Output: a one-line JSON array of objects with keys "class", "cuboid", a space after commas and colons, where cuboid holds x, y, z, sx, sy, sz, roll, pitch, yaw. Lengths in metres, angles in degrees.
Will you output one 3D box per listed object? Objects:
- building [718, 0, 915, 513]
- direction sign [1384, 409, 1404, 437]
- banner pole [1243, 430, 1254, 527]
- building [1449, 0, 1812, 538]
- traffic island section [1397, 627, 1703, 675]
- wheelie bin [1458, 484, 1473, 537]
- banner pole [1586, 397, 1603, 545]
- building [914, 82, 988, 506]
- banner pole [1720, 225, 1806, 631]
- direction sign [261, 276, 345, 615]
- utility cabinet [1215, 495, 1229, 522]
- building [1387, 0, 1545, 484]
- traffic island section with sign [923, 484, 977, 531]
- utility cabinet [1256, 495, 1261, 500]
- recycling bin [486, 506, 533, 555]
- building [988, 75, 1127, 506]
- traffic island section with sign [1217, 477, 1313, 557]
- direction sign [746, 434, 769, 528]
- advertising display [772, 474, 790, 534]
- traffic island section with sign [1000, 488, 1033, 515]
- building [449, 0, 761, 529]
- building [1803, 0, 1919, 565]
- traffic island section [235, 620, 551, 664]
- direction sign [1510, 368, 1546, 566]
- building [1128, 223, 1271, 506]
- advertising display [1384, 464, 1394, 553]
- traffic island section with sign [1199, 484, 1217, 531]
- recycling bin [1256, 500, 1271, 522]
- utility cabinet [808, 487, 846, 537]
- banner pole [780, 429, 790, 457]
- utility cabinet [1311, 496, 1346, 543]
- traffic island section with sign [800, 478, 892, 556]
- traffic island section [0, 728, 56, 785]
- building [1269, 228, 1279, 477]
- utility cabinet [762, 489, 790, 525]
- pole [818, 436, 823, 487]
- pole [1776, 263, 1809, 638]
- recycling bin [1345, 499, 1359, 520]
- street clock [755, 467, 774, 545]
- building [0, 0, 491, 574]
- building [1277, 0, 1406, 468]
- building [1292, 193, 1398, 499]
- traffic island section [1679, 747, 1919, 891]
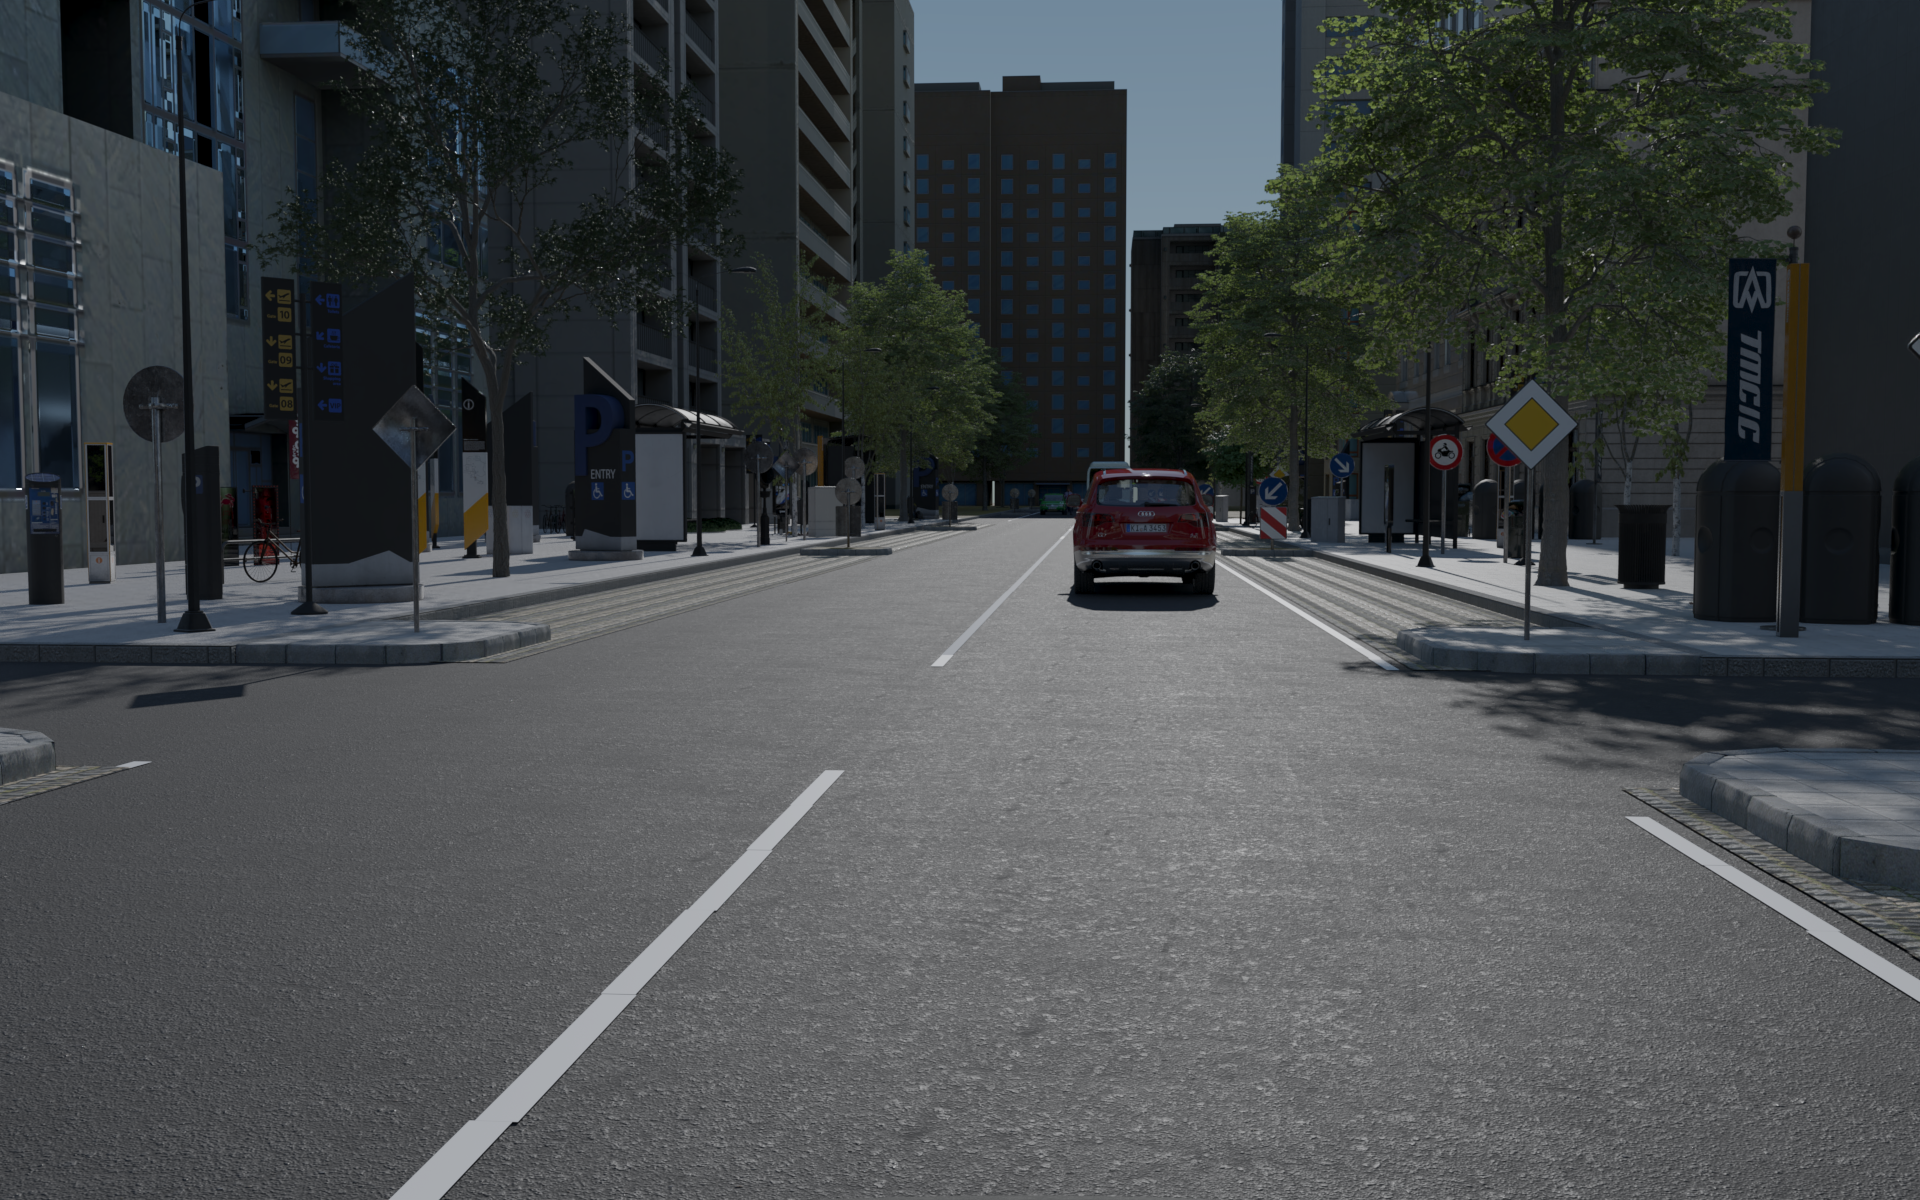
[{"class": "building", "cuboid": [-15.521, -32.146, 149.285, 21.600, 48.544, 21.300, 0, 4, 5]}, {"class": "direction sign", "cuboid": [11.664, -3.342, 46.637, 0.876, 3.537, 0.379, -3, 5, -40]}, {"class": "banner pole", "cuboid": [11.286, -4.725, 67.274, 0.401, 3.779, 0.863, 0, 4, -4]}, {"class": "building", "cuboid": [23.765, -11.900, 59.187, 10.561, 19.102, 19.286, 0, 4, 5]}, {"class": "traffic island section", "cuboid": [4.997, 0.432, 15.216, 2.009, 0.180, 2.903, 0, 4, 5]}, {"class": "wheelie bin", "cuboid": [14.992, -2.691, 51.900, 0.980, 1.594, 0.693, 1, 4, 19]}, {"class": "banner pole", "cuboid": [16.134, -3.289, 43.798, 0.401, 3.779, 0.863, 0, 4, 8]}, {"class": "building", "cuboid": [-3.353, -32.963, 189.063, 14.200, 45.320, 14.600, 0, 4, 5]}, {"class": "banner pole", "cuboid": [7.547, -1.604, 16.237, 0.863, 3.779, 0.401, 0, 4, -5]}, {"class": "direction sign", "cuboid": [-6.958, -1.616, 18.419, 0.379, 3.537, 0.876, 3, 5, 43]}, {"class": "utility cabinet", "cuboid": [12.145, -4.234, 80.383, 0.306, 1.237, 1.020, -1, 4, -10]}, {"class": "building", "cuboid": [27.730, -17.895, 78.488, 13.634, 28.700, 20.117, 0, 4, 5]}, {"class": "traffic island section with sign", "cuboid": [-0.356, -3.638, 68.103, 1.989, 1.847, 2.006, 0, 4, 5]}, {"class": "utility cabinet", "cuboid": [14.852, -4.478, 84.372, 1.020, 1.237, 0.306, 1, 4, 9]}, {"class": "recycling bin", "cuboid": [-9.644, -1.500, 37.073, 0.722, 1.027, 0.722, 2, 4, 32]}, {"class": "building", "cuboid": [10.868, -32.938, 188.643, 14.200, 45.320, 14.600, 0, 4, 5]}, {"class": "traffic island section with sign", "cuboid": [7.113, -1.940, 40.348, 1.989, 1.847, 2.006, 0, 4, 5]}, {"class": "direction sign", "cuboid": [-7.836, -4.526, 65.999, 0.876, 3.537, 0.379, 3, 5, 40]}, {"class": "advertising display", "cuboid": [-5.831, -3.136, 56.482, 0.123, 1.923, 0.974, 2, 4, 23]}, {"class": "traffic island section with sign", "cuboid": [3.769, -6.655, 117.440, 1.989, 1.847, 2.006, 0, 4, 5]}, {"class": "building", "cuboid": [-19.077, -38.771, 72.150, 20.563, 71.187, 20.611, 0, 4, 5]}, {"class": "building", "cuboid": [28.476, -14.274, 26.886, 24.014, 27.812, 14.314, 0, 4, 5]}, {"class": "traffic island section", "cuboid": [-5.058, 0.380, 16.061, 2.009, 0.180, 2.903, 0, 4, 5]}, {"class": "direction sign", "cuboid": [10.175, -2.392, 31.100, 0.876, 3.537, 0.379, -2, 4, -31]}, {"class": "building", "cuboid": [25.446, -25.452, 187.838, 14.107, 30.474, 14.160, 0, 4, 5]}, {"class": "advertising display", "cuboid": [9.402, -2.004, 37.982, 0.123, 1.923, 0.974, 1, 4, 9]}, {"class": "traffic island section with sign", "cuboid": [9.364, -3.583, 67.210, 1.989, 1.847, 2.006, 0, 4, 5]}, {"class": "recycling bin", "cuboid": [13.696, -4.053, 78.814, 0.722, 1.027, 0.722, -1, 4, -19]}, {"class": "utility cabinet", "cuboid": [-3.969, -2.593, 51.078, 0.318, 1.500, 1.173, 3, 5, 40]}, {"class": "banner pole", "cuboid": [-6.744, -4.673, 66.422, 0.401, 3.779, 0.863, -3, 4, -36]}, {"class": "utility cabinet", "cuboid": [9.776, -2.132, 46.017, 0.306, 1.237, 1.020, -2, 4, -32]}, {"class": "traffic island section with sign", "cuboid": [-2.642, -1.975, 40.925, 1.989, 1.847, 2.006, 0, 4, 5]}, {"class": "traffic island section", "cuboid": [-5.725, 0.867, 8.104, 2.009, 0.180, 2.903, 0, 4, 5]}, {"class": "building", "cuboid": [39.455, -25.344, 186.083, 14.107, 30.474, 14.160, 0, 4, 5]}, {"class": "utility cabinet", "cuboid": [-7.617, -3.855, 71.704, 1.173, 1.500, 0.318, 1, 4, 21]}, {"class": "pole", "cuboid": [-4.894, -4.094, 60.783, 0.158, 3.312, 0.155, 0, 3, 0]}, {"class": "pole", "cuboid": [7.426, -1.321, 15.449, 0.158, 3.312, 0.155, 0, 3, 0]}, {"class": "recycling bin", "cuboid": [19.261, -4.430, 84.977, 0.722, 1.027, 0.722, -1, 4, -20]}, {"class": "street clock", "cuboid": [-4.921, -2.388, 43.616, 0.358, 2.002, 0.471, 3, 4, 38]}, {"class": "building", "cuboid": [-25.440, -44.384, 38.353, 22.319, 86.520, 31.000, 0, 4, 5]}, {"class": "building", "cuboid": [36.707, -36.616, 140.668, 21.231, 58.520, 28.212, 0, 4, 5]}, {"class": "building", "cuboid": [37.108, -16.384, 112.924, 27.650, 21.520, 28.899, 0, 4, 5]}, {"class": "traffic island section", "cuboid": [4.331, 0.919, 7.259, 2.009, 0.180, 2.903, 0, 4, 5]}]
